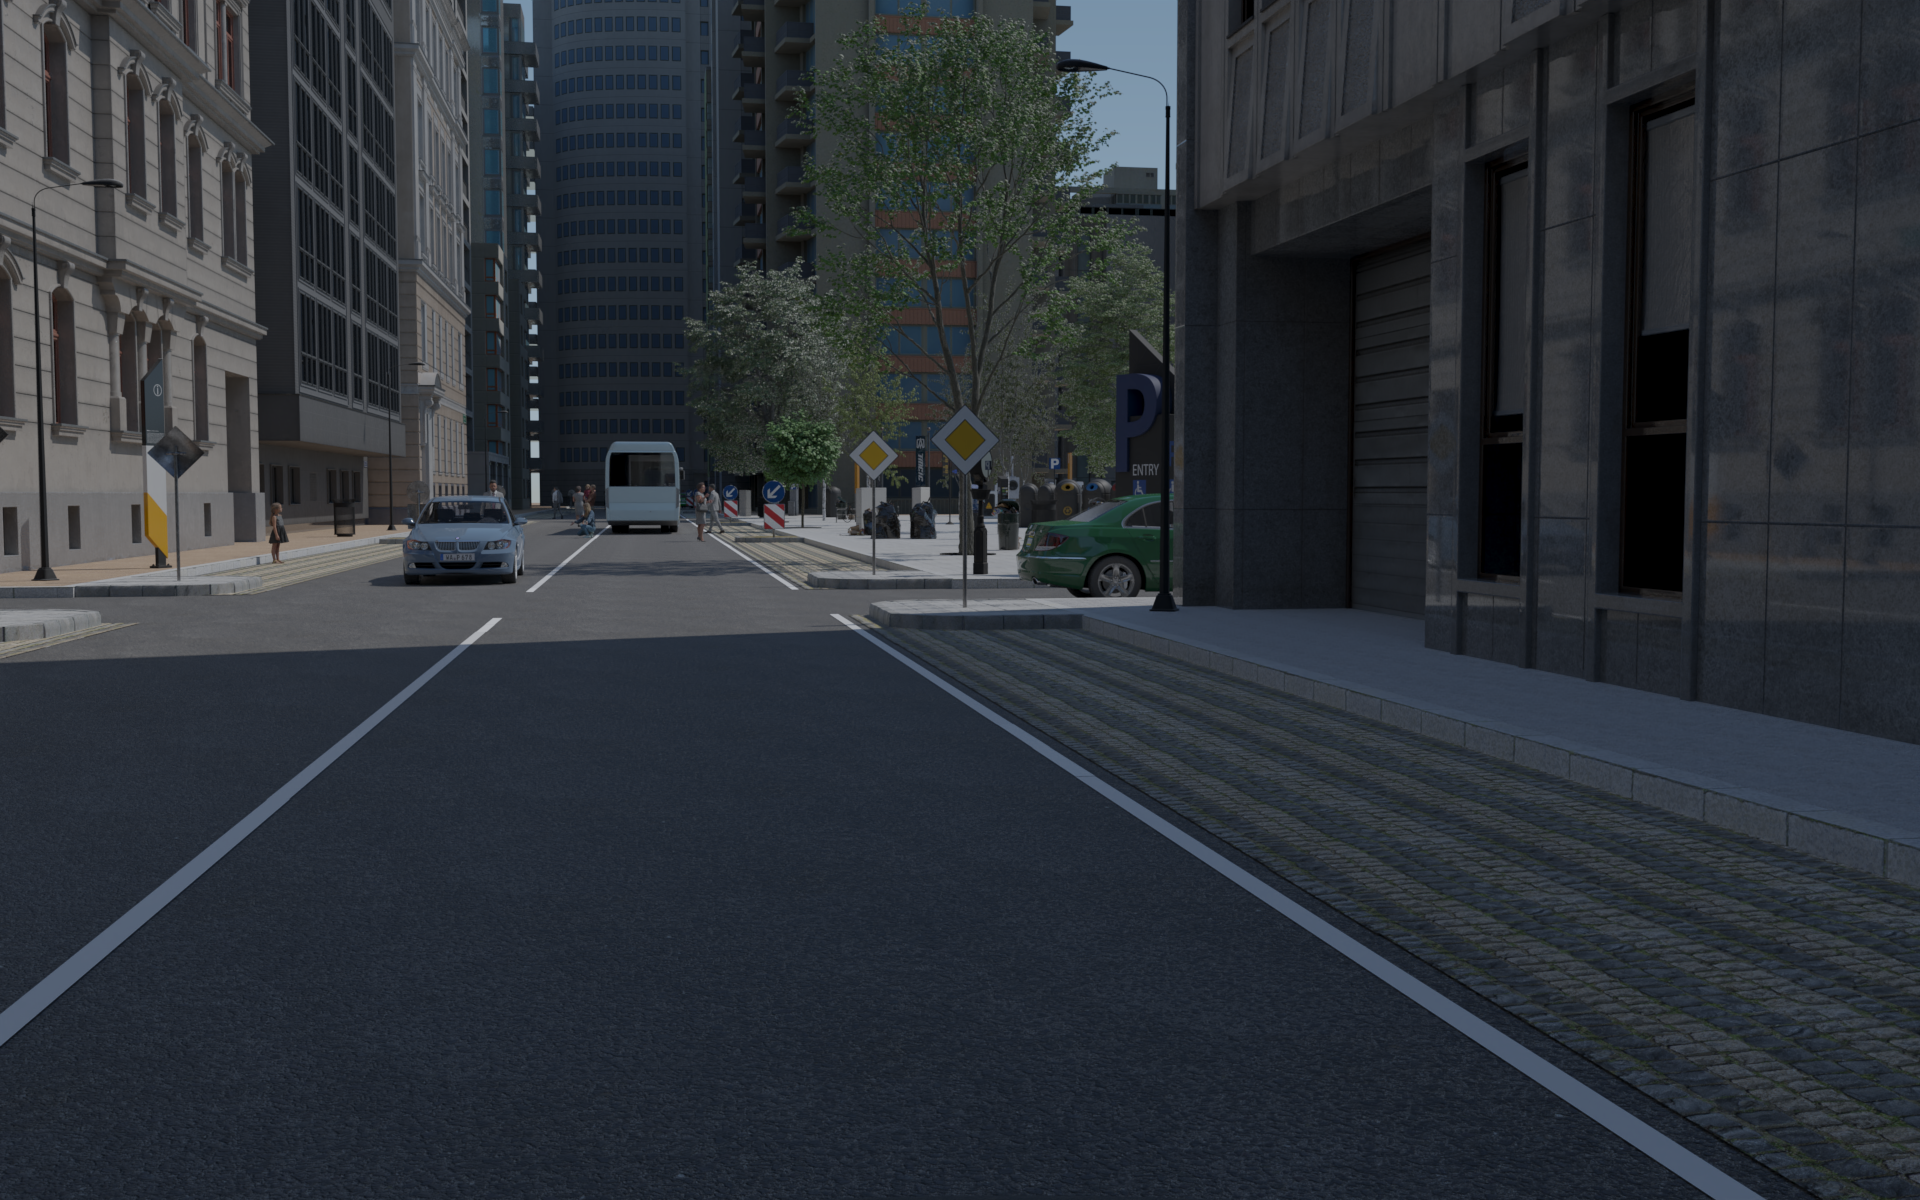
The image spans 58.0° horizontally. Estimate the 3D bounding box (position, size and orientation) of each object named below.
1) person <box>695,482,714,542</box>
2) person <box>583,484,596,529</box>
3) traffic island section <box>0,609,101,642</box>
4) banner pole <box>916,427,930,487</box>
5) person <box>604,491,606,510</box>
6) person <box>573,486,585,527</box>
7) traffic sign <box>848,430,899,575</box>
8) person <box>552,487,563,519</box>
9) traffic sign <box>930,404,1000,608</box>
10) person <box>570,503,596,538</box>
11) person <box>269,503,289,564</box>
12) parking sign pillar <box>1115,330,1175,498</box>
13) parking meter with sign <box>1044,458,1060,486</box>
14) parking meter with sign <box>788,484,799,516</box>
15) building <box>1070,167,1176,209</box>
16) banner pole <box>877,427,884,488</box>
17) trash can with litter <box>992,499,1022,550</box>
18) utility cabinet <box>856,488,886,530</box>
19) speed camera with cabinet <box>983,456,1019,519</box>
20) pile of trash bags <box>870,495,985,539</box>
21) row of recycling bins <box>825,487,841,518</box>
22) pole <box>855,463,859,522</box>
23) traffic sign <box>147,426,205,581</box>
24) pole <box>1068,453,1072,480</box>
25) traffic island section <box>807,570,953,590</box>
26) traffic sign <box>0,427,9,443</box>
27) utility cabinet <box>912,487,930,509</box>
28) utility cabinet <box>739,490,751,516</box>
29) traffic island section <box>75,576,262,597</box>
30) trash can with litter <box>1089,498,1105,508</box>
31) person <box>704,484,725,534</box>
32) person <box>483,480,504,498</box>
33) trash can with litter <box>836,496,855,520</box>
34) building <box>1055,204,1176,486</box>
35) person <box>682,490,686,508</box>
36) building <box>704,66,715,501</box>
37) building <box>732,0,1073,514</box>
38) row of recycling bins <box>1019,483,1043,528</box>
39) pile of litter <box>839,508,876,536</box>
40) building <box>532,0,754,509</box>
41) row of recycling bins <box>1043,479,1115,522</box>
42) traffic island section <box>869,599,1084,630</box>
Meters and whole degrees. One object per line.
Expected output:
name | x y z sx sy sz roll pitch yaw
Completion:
person | -7.736 -2.651 52.210 0.532 1.782 0.716 0 4 3
person | -15.169 -3.829 71.083 0.580 1.828 0.573 1 4 11
traffic island section | -10.154 0.277 17.750 2.009 0.180 2.903 -1 4 -10
banner pole | -1.357 -4.599 65.214 0.863 3.779 0.401 3 4 37
person | -31.059 -8.745 152.270 0.721 1.735 1.217 -2 4 -29
person | -16.491 -4.075 75.483 0.716 1.782 0.532 0 4 -2
traffic sign | -1.365 -1.451 27.361 0.795 2.450 0.064 -1 4 -10
person | -22.997 -5.529 99.002 0.850 1.850 0.679 3 4 39
traffic sign | 0.052 -0.970 19.502 0.795 2.450 0.064 -1 4 -10
person | -12.229 -2.602 56.535 0.738 1.151 1.012 -2 4 -29
person | -13.959 -1.366 35.498 0.373 1.253 0.362 1 4 9
parking sign pillar | 3.051 -2.411 27.887 1.447 3.967 1.447 -2 4 -31
parking meter with sign | 4.415 -5.390 84.384 0.543 3.016 1.738 -1 4 -10
parking meter with sign | -9.766 -6.449 101.696 0.543 3.016 1.738 0 4 4
building | 20.806 -31.596 208.481 23.993 40.220 32.217 -1 4 -10
banner pole | -3.007 -4.603 65.276 0.401 3.779 0.863 -1 4 -19
trash can with litter | 1.094 -1.742 39.868 0.624 1.170 1.055 0 4 8
utility cabinet | -3.132 -3.194 60.907 1.173 1.500 0.318 -3 5 -45
speed camera with cabinet | 2.042 -5.858 90.107 2.038 3.252 0.660 0 4 -4
pile of trash bags | -0.955 -2.457 49.916 3.447 1.369 1.912 1 4 16
row of recycling bins | -7.144 -5.459 96.363 1.069 1.692 3.534 0 4 -5
pole | -4.706 -5.219 79.167 0.158 3.312 0.155 0 3 0
traffic sign | -11.550 -1.340 25.552 0.795 2.450 0.064 -1 4 -10
pole | 5.438 -5.620 85.726 0.158 3.312 0.155 0 3 0
traffic island section | -1.343 -0.316 27.442 2.009 0.180 2.903 -1 4 -10
traffic sign | -10.132 -0.859 17.693 0.795 2.450 0.064 -1 4 -10
utility cabinet | -1.273 -2.891 55.952 0.318 1.500 1.173 1 4 13
utility cabinet | -12.176 -5.478 98.237 0.318 1.500 1.173 -2 4 -26
traffic island section | -11.571 -0.204 25.609 2.009 0.180 2.903 -1 4 -10
trash can with litter | 2.384 -1.391 33.807 1.678 1.210 2.233 3 4 39
person | -8.830 -3.266 62.175 0.850 1.792 0.678 1 4 11
person | -11.945 -2.178 44.377 0.678 1.792 0.850 -1 4 -18
trash can with litter | -5.670 -4.596 86.540 1.055 1.170 0.624 1 4 15
building | 15.693 -24.762 176.554 14.107 30.474 14.160 -1 4 -10
person | -26.909 -9.758 167.918 0.709 1.838 0.599 2 4 34
building | -17.960 -29.781 170.513 14.154 41.232 14.086 -1 4 -10
building | -4.565 -28.588 122.039 22.147 44.769 28.867 -1 4 -10
row of recycling bins | 3.800 -3.583 65.687 3.534 1.692 1.069 2 4 30
pile of litter | -2.965 -2.429 53.675 1.719 0.858 1.176 -1 4 -19
building | -32.694 -39.838 193.344 28.212 58.520 21.231 -1 4 -10
row of recycling bins | 4.128 -2.474 47.558 3.534 1.692 1.069 2 4 35
traffic island section | 0.074 0.165 19.583 2.009 0.180 2.903 -1 4 -10
